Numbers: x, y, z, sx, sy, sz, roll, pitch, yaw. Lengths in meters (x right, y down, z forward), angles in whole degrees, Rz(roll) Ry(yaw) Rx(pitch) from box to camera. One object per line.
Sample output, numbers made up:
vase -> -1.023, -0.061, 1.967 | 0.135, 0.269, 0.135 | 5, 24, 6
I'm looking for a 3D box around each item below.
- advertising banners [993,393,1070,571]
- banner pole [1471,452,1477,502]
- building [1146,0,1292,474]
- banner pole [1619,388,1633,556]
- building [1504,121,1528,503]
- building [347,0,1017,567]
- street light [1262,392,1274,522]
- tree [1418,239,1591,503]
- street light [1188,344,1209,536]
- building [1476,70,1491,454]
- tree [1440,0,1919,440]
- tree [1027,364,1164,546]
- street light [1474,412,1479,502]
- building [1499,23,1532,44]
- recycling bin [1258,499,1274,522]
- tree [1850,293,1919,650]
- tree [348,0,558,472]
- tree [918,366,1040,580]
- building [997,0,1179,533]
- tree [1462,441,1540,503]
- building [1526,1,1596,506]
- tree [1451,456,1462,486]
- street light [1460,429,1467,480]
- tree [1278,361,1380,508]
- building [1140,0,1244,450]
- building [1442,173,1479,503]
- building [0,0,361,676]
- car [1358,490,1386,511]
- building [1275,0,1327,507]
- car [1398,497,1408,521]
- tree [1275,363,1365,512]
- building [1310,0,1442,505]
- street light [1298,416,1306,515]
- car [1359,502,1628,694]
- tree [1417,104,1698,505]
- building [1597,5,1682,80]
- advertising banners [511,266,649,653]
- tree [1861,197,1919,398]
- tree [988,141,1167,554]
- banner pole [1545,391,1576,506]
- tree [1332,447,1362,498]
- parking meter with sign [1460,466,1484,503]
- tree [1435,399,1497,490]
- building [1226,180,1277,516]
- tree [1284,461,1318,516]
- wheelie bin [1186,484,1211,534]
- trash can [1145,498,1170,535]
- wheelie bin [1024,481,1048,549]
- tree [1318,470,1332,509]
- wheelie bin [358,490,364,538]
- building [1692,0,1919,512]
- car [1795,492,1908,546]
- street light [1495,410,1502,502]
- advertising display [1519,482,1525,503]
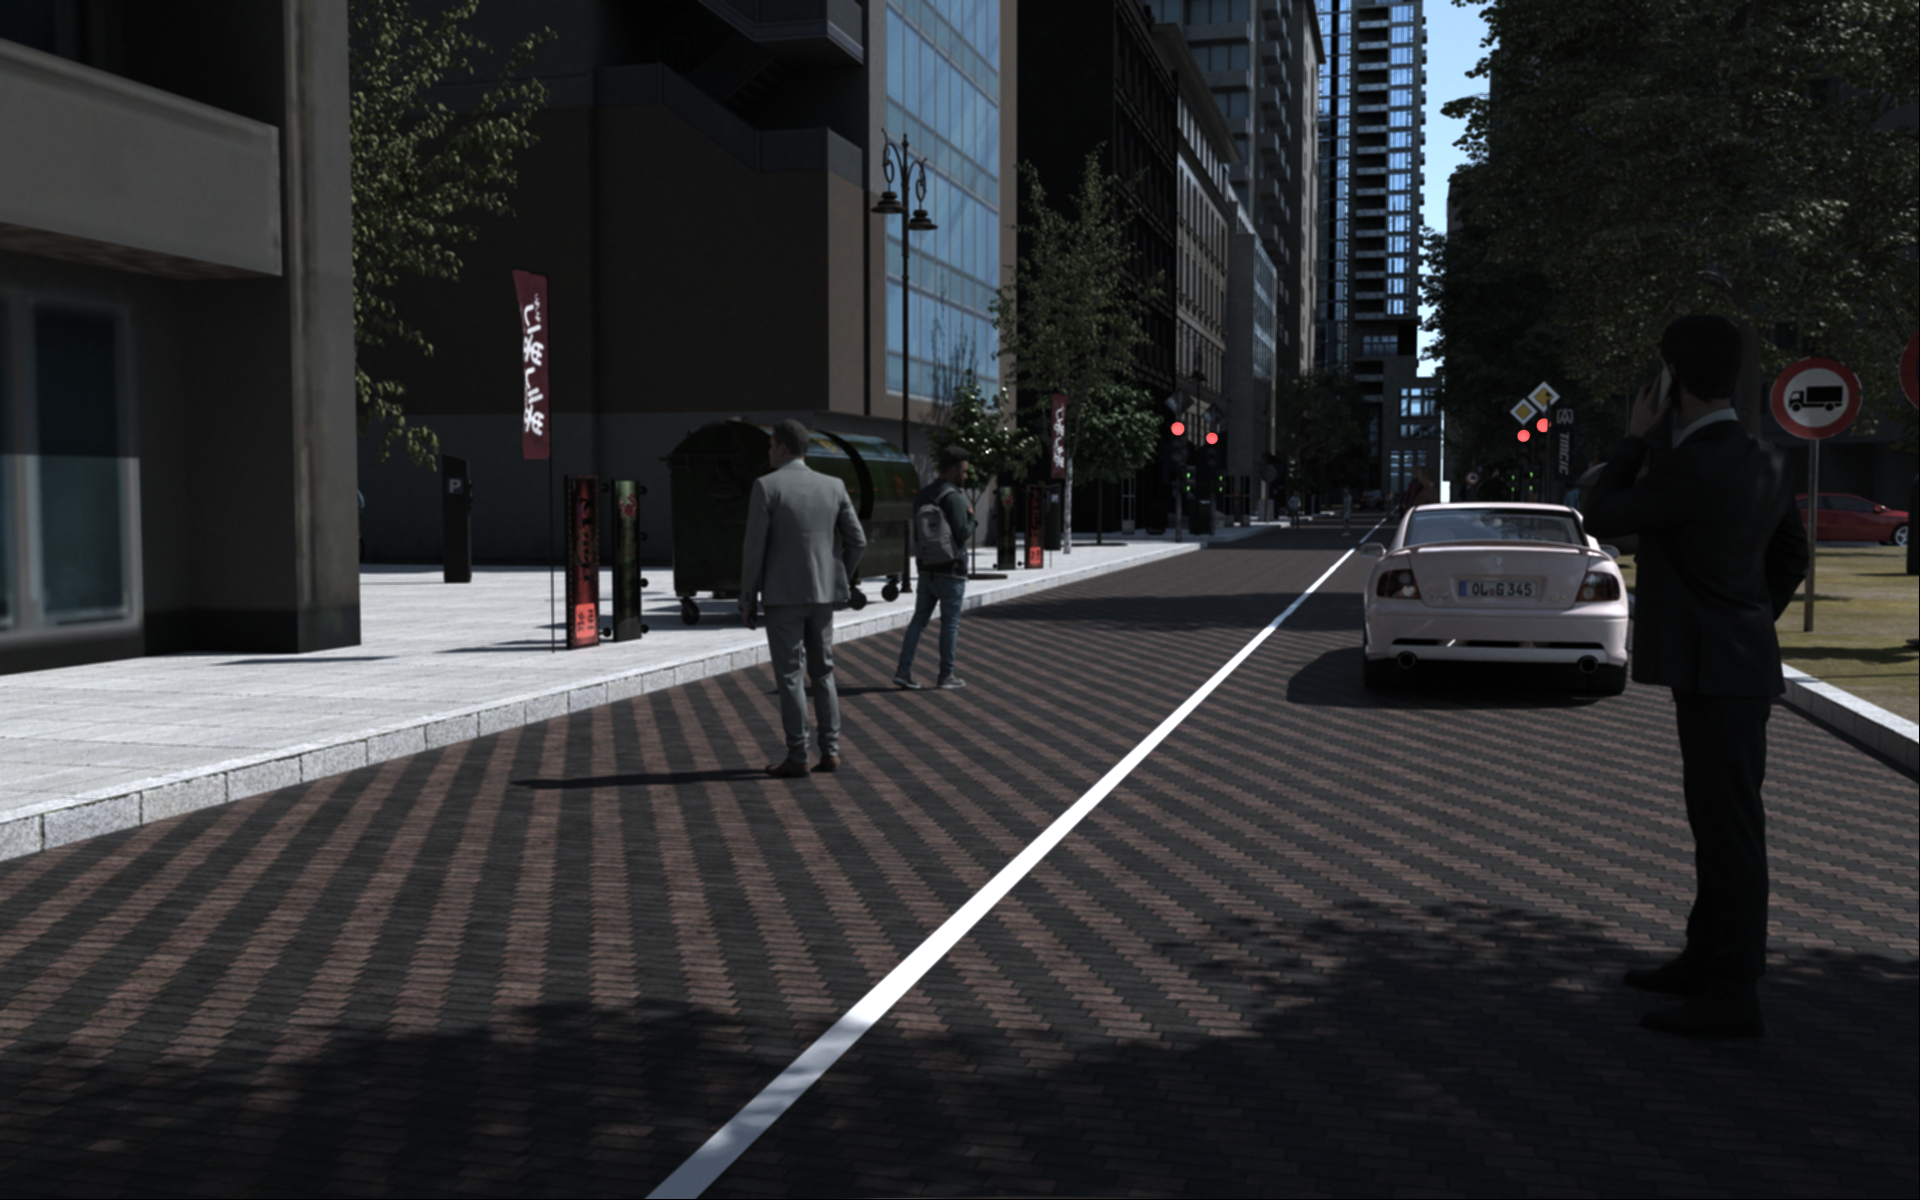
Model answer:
advertising banners -> 1.248, -2.044, 29.613 | 0.090, 3.025, 2.074 | 3, 5, 40
banner pole -> 30.465, -6.887, 102.627 | 0.401, 3.779, 0.863 | 0, 4, -6
building -> 15.514, -32.062, 143.817 | 23.786, 49.044, 30.456 | 1, 4, 15
banner pole -> 13.884, -2.820, 36.124 | 0.401, 3.779, 0.863 | 2, 4, 24
building -> 49.536, -22.161, 134.040 | 14.160, 30.474, 14.107 | 1, 4, 15
building -> -7.213, -23.654, 36.858 | 14.200, 45.320, 14.600 | 1, 4, 15
street light -> 13.873, -6.451, 78.268 | 0.468, 5.910, 1.993 | 1, 4, 15
tree -> 21.747, -8.649, 67.172 | 9.928, 11.665, 9.643 | 0, 3, 0
street light -> 7.349, -4.935, 53.472 | 0.468, 5.910, 1.993 | 1, 4, 15
building -> 56.209, -29.214, 161.241 | 14.154, 41.232, 14.086 | 1, 4, 15
tree -> 9.918, -6.386, 22.541 | 7.486, 12.596, 7.792 | 0, 3, 0
tree -> 3.396, -3.637, 43.178 | 4.285, 4.588, 4.351 | 0, 3, 0
street light -> 29.278, -7.656, 97.971 | 0.468, 5.910, 1.993 | 1, 4, 15
building -> 52.863, -28.379, 147.583 | 14.154, 41.232, 14.086 | 1, 4, 15
recycling bin -> 14.325, -4.193, 81.105 | 0.722, 1.027, 0.722 | 1, 4, 12
tree -> 8.413, -1.192, 14.085 | 1.663, 3.219, 1.824 | 0, 3, 0
tree -> -6.603, -4.120, 17.726 | 4.737, 8.622, 4.395 | 0, 3, 0
tree -> 0.098, -1.942, 26.356 | 1.663, 3.219, 1.824 | 0, 3, 0
building -> 1.013, -14.411, 65.297 | 12.332, 23.373, 15.834 | 1, 4, 15
tree -> 27.168, -6.216, 85.339 | 4.285, 4.588, 4.351 | 0, 3, 0
building -> 43.914, -28.142, 110.240 | 14.600, 45.320, 14.200 | 1, 4, 15
tree -> 37.737, -8.777, 127.224 | 4.285, 4.588, 4.351 | 0, 3, 0
street light -> 35.806, -9.195, 123.133 | 0.468, 5.910, 1.993 | 1, 4, 15
tree -> 34.783, -15.720, 163.677 | 9.857, 13.997, 8.962 | 0, 3, 0
building -> 4.914, -15.613, 88.552 | 16.112, 22.955, 30.059 | 1, 4, 15
building -> 66.663, -32.327, 212.142 | 14.086, 41.232, 14.154 | 1, 4, 15
building -> -18.038, -23.368, 5.762 | 21.300, 48.544, 21.600 | 1, 4, 15
car -> 35.579, -8.617, 149.552 | 2.281, 1.827, 5.304 | 1, 4, 14
building -> 24.376, -36.508, 186.150 | 27.495, 52.752, 28.713 | 1, 4, 15
car -> 24.968, -5.189, 94.634 | 2.009, 1.686, 4.222 | 1, 4, 16
tree -> 24.327, -11.487, 122.232 | 8.767, 10.594, 7.601 | 1, 4, 14
building -> 45.710, -55.535, 220.668 | 31.000, 86.520, 22.319 | 1, 4, 15
street light -> 20.287, -7.954, 102.838 | 0.468, 5.910, 1.993 | 1, 4, 15
car -> 4.265, -0.100, 13.993 | 2.083, 1.381, 4.827 | 1, 4, 15
tree -> 19.297, -9.138, 56.067 | 9.857, 13.997, 8.962 | 0, 3, 0
building -> 39.774, -19.402, 88.920 | 14.160, 30.474, 14.107 | 1, 4, 15
advertising banners -> -3.130, -1.113, 14.378 | 0.090, 3.025, 2.074 | 1, 4, 18
tree -> 21.869, -5.315, 37.261 | 4.737, 8.622, 4.395 | 0, 3, 0
tree -> 2.340, -5.302, 37.057 | 4.737, 8.622, 4.395 | 0, 3, 0
banner pole -> 14.579, -3.197, 42.286 | 0.863, 3.779, 0.401 | 1, 4, 19
tree -> 40.062, -14.131, 181.401 | 4.360, 8.622, 3.978 | 0, 3, 0
parking meter with sign -> 31.602, -6.774, 107.016 | 1.738, 3.016, 0.543 | -3, 5, -40
tree -> 34.857, -10.255, 118.038 | 4.737, 8.622, 4.395 | 0, 3, 0
building -> 14.318, -15.669, 110.945 | 10.420, 20.320, 16.860 | 1, 4, 15
tree -> 19.539, -6.490, 100.705 | 1.663, 3.219, 1.824 | 0, 3, 0
wheelie bin -> 7.645, -2.903, 55.371 | 0.980, 1.594, 0.693 | -2, 4, -31
trash can -> 6.141, -2.610, 54.320 | 0.748, 1.137, 0.748 | 0, 3, 0
wheelie bin -> 1.887, -1.996, 40.543 | 0.693, 1.594, 0.980 | 1, 4, 14
tree -> 28.833, -8.744, 137.570 | 1.663, 3.219, 1.824 | 0, 3, 0
wheelie bin -> -8.377, -0.929, 23.089 | 0.693, 1.594, 0.980 | 2, 4, 33
building -> 39.345, -22.579, 61.045 | 23.993, 40.220, 32.217 | 1, 4, 15
car -> 23.254, -2.232, 45.526 | 4.494, 1.783, 2.155 | 1, 4, 16
street light -> 22.628, -6.099, 72.509 | 0.468, 5.910, 1.993 | 1, 4, 15
advertising display -> 26.294, -4.640, 81.080 | 0.123, 1.923, 0.974 | 2, 4, 28
